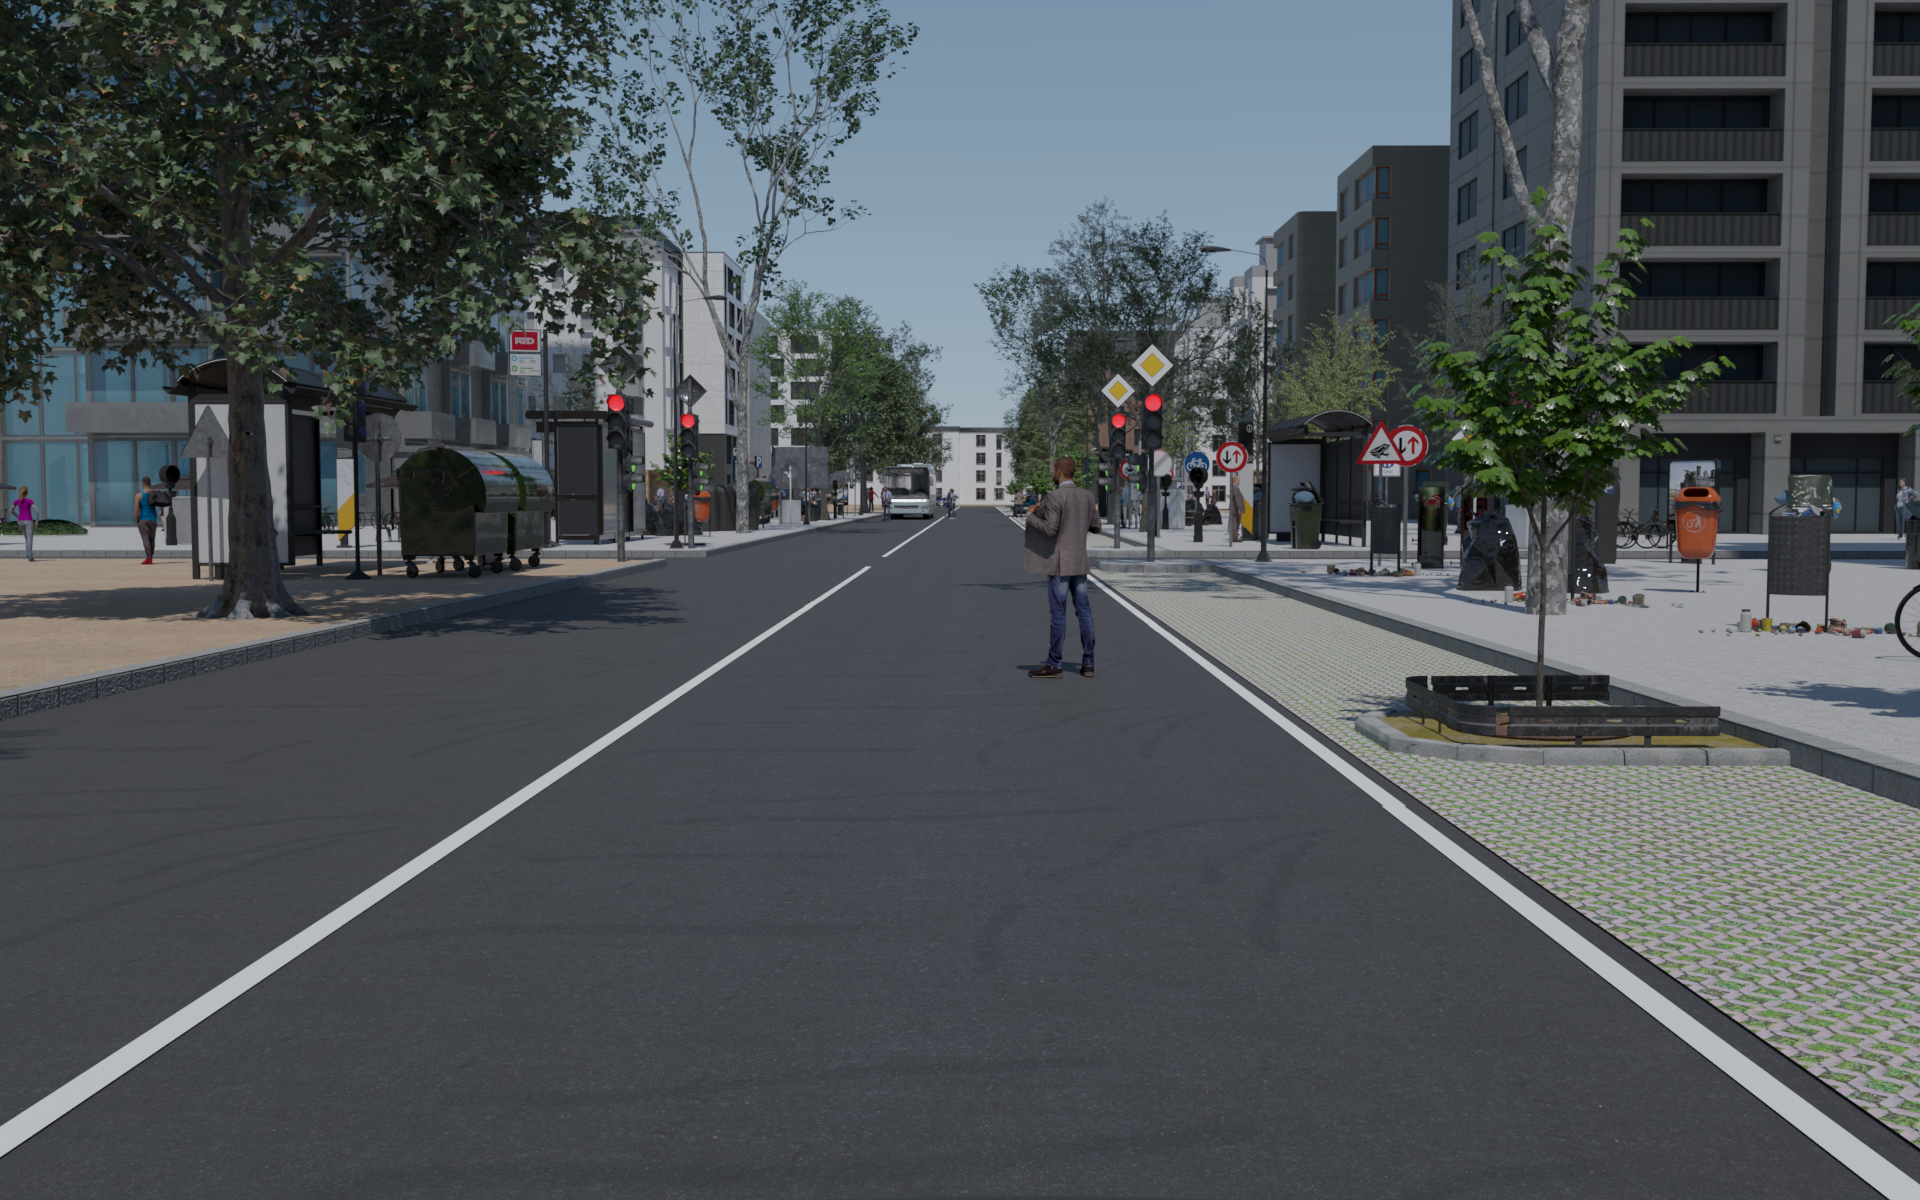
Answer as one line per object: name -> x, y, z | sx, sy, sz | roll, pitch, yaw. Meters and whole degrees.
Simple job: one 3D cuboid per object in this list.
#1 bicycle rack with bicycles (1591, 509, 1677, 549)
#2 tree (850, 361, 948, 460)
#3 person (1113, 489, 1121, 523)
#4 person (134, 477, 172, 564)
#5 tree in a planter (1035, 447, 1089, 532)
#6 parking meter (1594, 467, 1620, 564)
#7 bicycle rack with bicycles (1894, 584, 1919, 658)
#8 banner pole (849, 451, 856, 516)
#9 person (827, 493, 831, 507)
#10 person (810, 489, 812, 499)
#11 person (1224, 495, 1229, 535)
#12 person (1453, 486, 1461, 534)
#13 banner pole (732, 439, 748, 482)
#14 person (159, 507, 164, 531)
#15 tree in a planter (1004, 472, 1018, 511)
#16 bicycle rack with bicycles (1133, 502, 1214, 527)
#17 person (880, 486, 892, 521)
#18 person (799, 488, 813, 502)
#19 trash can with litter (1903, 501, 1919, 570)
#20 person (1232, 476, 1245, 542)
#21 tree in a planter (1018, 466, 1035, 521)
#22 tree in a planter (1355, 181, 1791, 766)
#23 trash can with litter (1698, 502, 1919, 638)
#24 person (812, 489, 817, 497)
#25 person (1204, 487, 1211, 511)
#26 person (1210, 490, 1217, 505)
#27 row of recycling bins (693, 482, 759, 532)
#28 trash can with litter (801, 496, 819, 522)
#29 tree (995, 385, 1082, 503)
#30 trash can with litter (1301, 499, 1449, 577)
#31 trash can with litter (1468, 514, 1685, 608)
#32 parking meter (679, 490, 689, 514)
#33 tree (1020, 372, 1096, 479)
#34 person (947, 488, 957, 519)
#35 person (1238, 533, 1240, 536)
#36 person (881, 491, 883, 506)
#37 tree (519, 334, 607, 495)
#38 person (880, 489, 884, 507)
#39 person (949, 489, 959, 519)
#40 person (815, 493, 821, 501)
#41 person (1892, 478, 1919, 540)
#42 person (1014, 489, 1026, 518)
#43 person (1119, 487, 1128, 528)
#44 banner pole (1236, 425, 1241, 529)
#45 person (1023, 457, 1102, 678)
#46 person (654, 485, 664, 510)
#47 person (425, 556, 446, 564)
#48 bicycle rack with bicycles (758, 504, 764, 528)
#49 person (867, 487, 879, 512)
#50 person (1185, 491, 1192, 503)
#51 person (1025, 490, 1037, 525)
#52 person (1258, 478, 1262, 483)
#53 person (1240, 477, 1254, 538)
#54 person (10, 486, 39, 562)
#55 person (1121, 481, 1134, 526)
bicycle rack with bicycles -> 16.174, -1.698, 41.144 | 2.925, 0.926, 2.852 | 2, 4, 32
tree -> -5.781, -15.253, 159.754 | 12.009, 13.543, 11.850 | 0, 3, 0
person -> 6.790, -4.130, 76.113 | 0.613, 1.512, 0.480 | -2, 4, -32
person -> -14.749, -1.448, 31.587 | 0.662, 1.594, 0.647 | 2, 4, 32
tree in a planter -> 3.979, -4.180, 65.561 | 1.991, 3.239, 1.994 | 0, 4, 1
parking meter -> 11.879, -1.595, 31.793 | 0.399, 1.863, 0.255 | 1, 4, 8
bicycle rack with bicycles -> 8.354, 0.058, 12.427 | 2.925, 0.926, 2.852 | 2, 4, 34
banner pole -> -6.214, -6.761, 100.556 | 0.401, 3.779, 0.863 | -2, 4, -35
person -> -13.046, -9.916, 171.360 | 0.628, 1.438, 0.799 | -2, 4, -24
person -> -14.736, -9.975, 169.917 | 0.721, 1.735, 1.217 | -2, 4, -27
person -> 8.584, -2.732, 54.620 | 0.435, 1.345, 0.340 | -2, 4, -27
person -> 16.086, -2.906, 55.776 | 0.429, 1.552, 0.499 | 0, 4, 5
banner pole -> -9.840, -5.382, 78.012 | 0.863, 3.779, 0.401 | 0, 4, -5
person -> -27.543, -3.086, 59.739 | 0.697, 1.427, 0.421 | 0, 4, 5
tree in a planter -> 4.808, -8.886, 142.506 | 1.991, 3.239, 1.994 | 0, 4, 1
bicycle rack with bicycles -> 8.614, -3.420, 69.295 | 2.925, 0.926, 2.852 | 1, 4, 11
person -> -3.934, -5.060, 91.094 | 0.709, 1.838, 0.599 | 2, 4, 30
person -> -8.617, -5.538, 97.313 | 0.841, 1.734, 0.376 | -1, 4, -22
trash can with litter -> 16.409, -1.088, 29.180 | 0.624, 1.170, 1.055 | 0, 4, -7
person -> 7.369, -2.412, 46.027 | 0.434, 1.755, 0.990 | 0, 4, 2
tree in a planter -> 4.271, -5.855, 92.956 | 1.991, 3.239, 1.994 | 0, 4, 1
tree in a planter -> 3.370, -0.779, 9.962 | 1.991, 3.239, 1.994 | 0, 4, 1
trash can with litter -> 8.061, -0.290, 15.804 | 2.233, 1.210, 1.678 | 2, 4, 34
person -> -15.853, -11.176, 188.633 | 0.709, 1.838, 0.599 | -1, 4, -11
person -> 18.427, -7.578, 129.815 | 0.599, 1.838, 0.709 | -2, 4, -23
person -> 15.084, -5.802, 103.169 | 0.388, 1.546, 0.482 | 1, 4, 23
row of recycling bins -> -8.096, -3.263, 60.462 | 1.069, 1.692, 3.534 | 2, 4, 24
trash can with litter -> -7.112, -4.255, 80.949 | 1.055, 1.170, 0.624 | 1, 4, 16
tree -> 8.369, -15.820, 175.670 | 9.611, 12.733, 9.660 | 0, 3, 0
trash can with litter -> 6.508, -1.012, 27.611 | 1.678, 1.210, 2.233 | -3, 5, -42
trash can with litter -> 7.224, -0.556, 20.142 | 2.233, 1.210, 1.678 | 3, 5, 43
parking meter -> -8.843, -2.888, 55.626 | 0.372, 1.533, 0.369 | 0, 3, 0
tree -> 8.487, -14.218, 150.587 | 7.486, 12.596, 7.792 | 0, 3, 0
person -> -0.472, -5.642, 101.196 | 0.568, 1.767, 0.683 | 0, 4, -8
person -> 8.537, -2.670, 53.611 | 0.435, 1.345, 0.340 | 1, 4, 14
person -> -7.341, -9.860, 167.703 | 0.568, 1.767, 0.683 | 2, 4, 33
tree -> -17.958, -7.912, 79.725 | 4.360, 8.622, 3.978 | 0, 3, 0
person -> -7.351, -9.762, 165.789 | 0.705, 1.807, 1.348 | -1, 4, -22
person -> -0.397, -5.491, 99.006 | 0.376, 1.734, 0.841 | 2, 4, 33
person -> -7.474, -5.000, 91.701 | 0.435, 1.345, 0.340 | 2, 4, 24
person -> 26.368, -2.545, 48.372 | 0.376, 1.734, 0.841 | 0, 4, -3
person -> 3.542, -5.655, 101.486 | 0.617, 1.759, 0.750 | 2, 4, 24
person -> 5.972, -3.437, 64.446 | 0.429, 1.552, 0.499 | 3, 4, 36
banner pole -> 10.084, -4.468, 63.066 | 0.401, 3.779, 0.863 | 1, 4, 12
person -> 0.795, -0.260, 13.577 | 0.655, 1.722, 0.431 | -2, 4, -35
person -> -19.088, -6.357, 109.850 | 0.599, 1.838, 0.709 | 3, 4, 36
person -> -9.613, -1.340, 31.864 | 0.435, 1.345, 0.340 | -2, 4, -25
bicycle rack with bicycles -> -8.507, -3.209, 65.843 | 2.852, 0.926, 2.925 | 0, 4, -5
person -> -6.491, -7.360, 126.343 | 1.348, 1.831, 0.705 | -2, 4, -26
person -> 13.383, -5.668, 101.909 | 0.628, 1.438, 0.799 | -3, 5, -40
person -> 3.199, -4.200, 79.032 | 0.647, 1.594, 0.662 | 2, 4, 32
person -> 10.291, -3.237, 58.830 | 0.599, 1.838, 0.709 | -2, 4, -26
person -> 8.305, -2.662, 49.719 | 0.875, 1.805, 0.789 | -3, 4, -36
person -> -17.688, -1.444, 32.885 | 0.726, 1.435, 0.776 | 0, 4, -7
person -> 6.808, -3.937, 70.536 | 0.598, 1.807, 0.434 | 1, 4, 11
